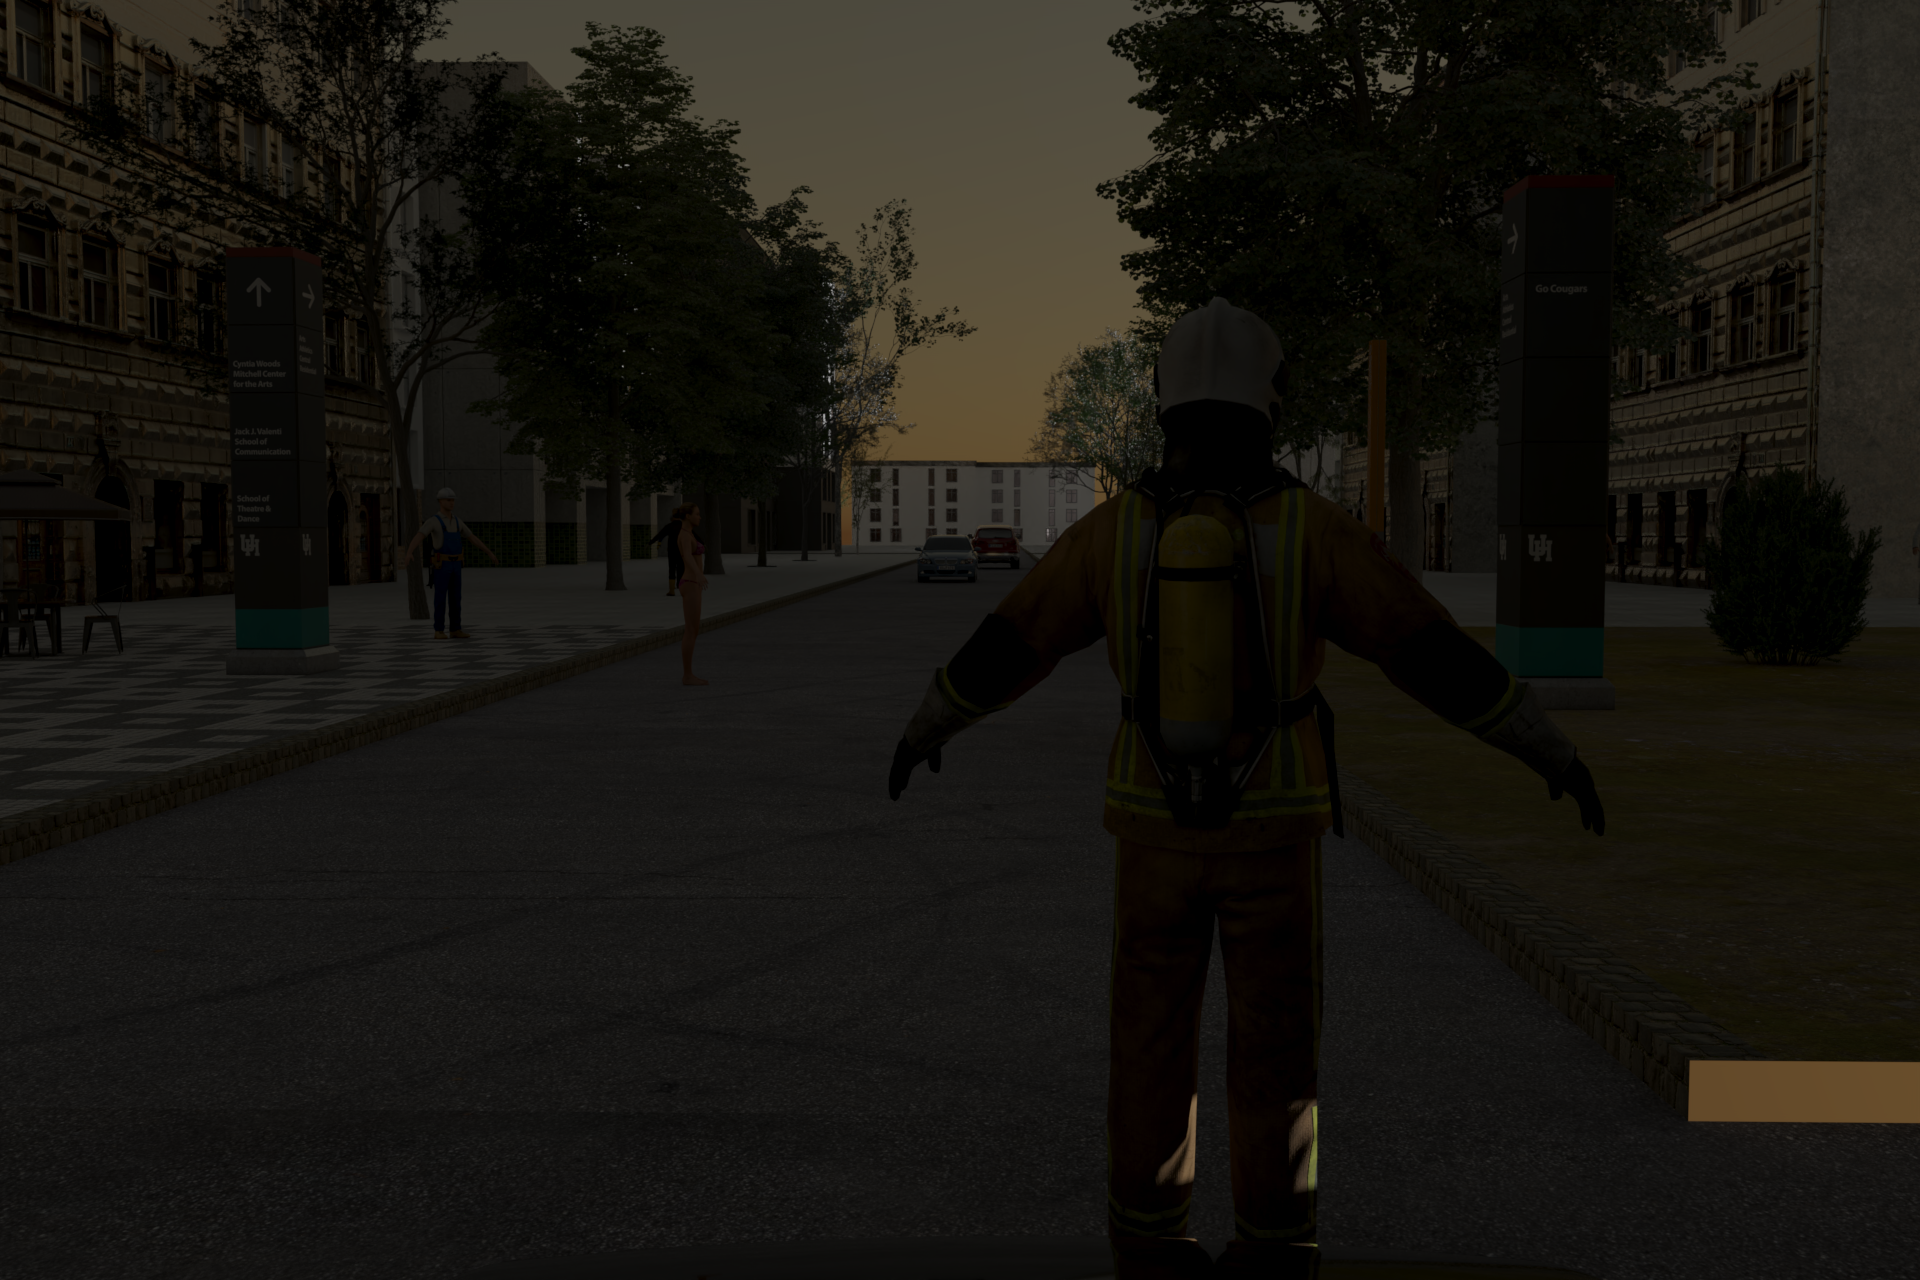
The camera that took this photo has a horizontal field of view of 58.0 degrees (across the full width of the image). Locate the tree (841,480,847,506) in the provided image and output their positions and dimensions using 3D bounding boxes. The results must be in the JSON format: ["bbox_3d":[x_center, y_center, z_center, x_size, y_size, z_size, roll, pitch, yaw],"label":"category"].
[{"bbox_3d":[-14.584,-15.131,197.755,4.360,8.622,3.978,0,3,0],"label":"tree"}]

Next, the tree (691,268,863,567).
[{"bbox_3d":[-7.619,-8.644,67.084,9.928,11.665,9.643,0,3,0],"label":"tree"}]

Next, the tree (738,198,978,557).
[{"bbox_3d":[-5.679,-14.765,97.301,12.611,20.169,13.585,0,3,0],"label":"tree"}]

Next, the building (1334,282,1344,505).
[{"bbox_3d":[24.409,-14.162,87.975,16.016,20.090,11.380,0,4,1],"label":"building"}]

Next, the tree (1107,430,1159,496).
[{"bbox_3d":[21.607,-17.769,197.185,9.857,13.997,8.962,0,3,0],"label":"tree"}]

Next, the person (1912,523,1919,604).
[{"bbox_3d":[17.670,-1.550,31.528,1.347,1.806,0.705,-2,4,-33],"label":"person"}]

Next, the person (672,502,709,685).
[{"bbox_3d":[-2.491,-0.444,16.523,0.721,1.733,1.217,-1,4,-10],"label":"person"}]

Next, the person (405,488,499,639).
[{"bbox_3d":[-6.263,-0.939,21.214,0.705,1.847,1.347,3,4,37],"label":"person"}]

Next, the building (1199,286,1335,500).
[{"bbox_3d":[25.849,-16.191,131.181,16.747,18.905,31.486,0,4,2],"label":"building"}]

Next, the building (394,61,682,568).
[{"bbox_3d":[-24.230,-13.127,81.080,16.747,18.905,31.486,0,4,1],"label":"building"}]

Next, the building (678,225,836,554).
[{"bbox_3d":[-24.530,-17.480,129.769,27.936,21.610,32.646,0,4,1],"label":"building"}]

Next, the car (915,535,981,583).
[{"bbox_3d":[-0.355,-2.493,52.767,2.014,1.417,4.499,0,4,1],"label":"car"}]

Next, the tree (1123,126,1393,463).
[{"bbox_3d":[7.809,-7.247,44.246,9.928,11.665,9.643,0,3,0],"label":"tree"}]

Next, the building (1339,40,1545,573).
[{"bbox_3d":[25.532,-14.327,65.171,19.493,23.208,18.063,0,4,1],"label":"building"}]

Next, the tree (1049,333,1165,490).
[{"bbox_3d":[8.507,-9.867,87.075,9.928,11.665,9.643,0,3,0],"label":"tree"}]

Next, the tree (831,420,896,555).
[{"bbox_3d":[-6.634,-9.659,108.279,4.360,8.622,3.978,0,3,0],"label":"tree"}]

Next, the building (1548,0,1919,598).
[{"bbox_3d":[26.534,-12.952,42.688,19.493,23.208,18.063,0,4,2],"label":"building"}]

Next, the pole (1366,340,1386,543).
[{"bbox_3d":[4.399,-1.498,18.340,0.158,3.312,0.155,0,3,0],"label":"pole"}]

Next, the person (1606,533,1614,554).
[{"bbox_3d":[11.626,-1.591,32.142,1.347,1.817,0.704,-1,4,-21],"label":"person"}]

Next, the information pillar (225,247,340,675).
[{"bbox_3d":[-6.289,-1.628,16.002,0.750,3.857,0.750,0,4,2],"label":"information pillar"}]

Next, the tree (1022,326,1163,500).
[{"bbox_3d":[8.787,-11.672,101.204,12.009,13.543,11.850,0,3,0],"label":"tree"}]

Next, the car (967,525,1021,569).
[{"bbox_3d":[1.438,-3.892,72.312,2.281,1.827,5.304,0,4,0],"label":"car"}]

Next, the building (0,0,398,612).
[{"bbox_3d":[-24.614,-12.595,36.850,19.493,23.208,18.063,0,4,2],"label":"building"}]

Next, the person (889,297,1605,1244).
[{"bbox_3d":[0.480,0.307,3.213,1.354,1.858,0.705,1,4,18],"label":"person"}]

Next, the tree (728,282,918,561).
[{"bbox_3d":[-7.247,-10.483,81.760,12.009,13.543,11.850,0,3,0],"label":"tree"}]

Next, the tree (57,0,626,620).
[{"bbox_3d":[-8.421,-5.598,25.947,7.601,10.594,8.767,2,4,30],"label":"tree"}]

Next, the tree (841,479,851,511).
[{"bbox_3d":[-14.726,-15.450,202.965,4.737,8.622,4.395,0,3,0],"label":"tree"}]

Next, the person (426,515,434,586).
[{"bbox_3d":[-13.022,-2.203,42.734,0.721,1.740,1.216,3,4,36],"label":"person"}]

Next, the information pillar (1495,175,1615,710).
[{"bbox_3d":[4.406,-1.437,12.879,0.750,3.857,0.750,0,4,2],"label":"information pillar"}]

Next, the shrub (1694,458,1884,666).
[{"bbox_3d":[8.114,-0.771,17.023,1.690,2.028,1.600,0,3,0],"label":"shrub"}]

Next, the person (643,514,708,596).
[{"bbox_3d":[-5.871,-1.820,35.887,1.346,1.812,0.704,-1,4,-21],"label":"person"}]

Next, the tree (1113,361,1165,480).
[{"bbox_3d":[7.792,-7.297,69.676,4.360,8.622,3.978,0,3,0],"label":"tree"}]

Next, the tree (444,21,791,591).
[{"bbox_3d":[-7.677,-7.375,38.708,7.486,12.596,7.792,0,3,0],"label":"tree"}]

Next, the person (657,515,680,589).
[{"bbox_3d":[-6.601,-2.082,40.504,0.721,1.772,1.216,3,5,44],"label":"person"}]

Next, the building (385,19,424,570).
[{"bbox_3d":[-25.192,-11.915,51.230,16.016,20.090,11.380,0,4,1],"label":"building"}]

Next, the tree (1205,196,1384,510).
[{"bbox_3d":[7.429,-5.252,36.234,4.360,8.622,3.978,0,3,0],"label":"tree"}]

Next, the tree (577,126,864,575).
[{"bbox_3d":[-7.840,-9.047,54.568,9.857,13.997,8.962,0,3,0],"label":"tree"}]

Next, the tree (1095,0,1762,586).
[{"bbox_3d":[6.504,-7.252,25.225,9.857,13.997,8.962,0,3,0],"label":"tree"}]

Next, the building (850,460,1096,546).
[{"bbox_3d":[1.555,-15.543,198.734,28.070,9.664,9.099,0,4,-3],"label":"building"}]
